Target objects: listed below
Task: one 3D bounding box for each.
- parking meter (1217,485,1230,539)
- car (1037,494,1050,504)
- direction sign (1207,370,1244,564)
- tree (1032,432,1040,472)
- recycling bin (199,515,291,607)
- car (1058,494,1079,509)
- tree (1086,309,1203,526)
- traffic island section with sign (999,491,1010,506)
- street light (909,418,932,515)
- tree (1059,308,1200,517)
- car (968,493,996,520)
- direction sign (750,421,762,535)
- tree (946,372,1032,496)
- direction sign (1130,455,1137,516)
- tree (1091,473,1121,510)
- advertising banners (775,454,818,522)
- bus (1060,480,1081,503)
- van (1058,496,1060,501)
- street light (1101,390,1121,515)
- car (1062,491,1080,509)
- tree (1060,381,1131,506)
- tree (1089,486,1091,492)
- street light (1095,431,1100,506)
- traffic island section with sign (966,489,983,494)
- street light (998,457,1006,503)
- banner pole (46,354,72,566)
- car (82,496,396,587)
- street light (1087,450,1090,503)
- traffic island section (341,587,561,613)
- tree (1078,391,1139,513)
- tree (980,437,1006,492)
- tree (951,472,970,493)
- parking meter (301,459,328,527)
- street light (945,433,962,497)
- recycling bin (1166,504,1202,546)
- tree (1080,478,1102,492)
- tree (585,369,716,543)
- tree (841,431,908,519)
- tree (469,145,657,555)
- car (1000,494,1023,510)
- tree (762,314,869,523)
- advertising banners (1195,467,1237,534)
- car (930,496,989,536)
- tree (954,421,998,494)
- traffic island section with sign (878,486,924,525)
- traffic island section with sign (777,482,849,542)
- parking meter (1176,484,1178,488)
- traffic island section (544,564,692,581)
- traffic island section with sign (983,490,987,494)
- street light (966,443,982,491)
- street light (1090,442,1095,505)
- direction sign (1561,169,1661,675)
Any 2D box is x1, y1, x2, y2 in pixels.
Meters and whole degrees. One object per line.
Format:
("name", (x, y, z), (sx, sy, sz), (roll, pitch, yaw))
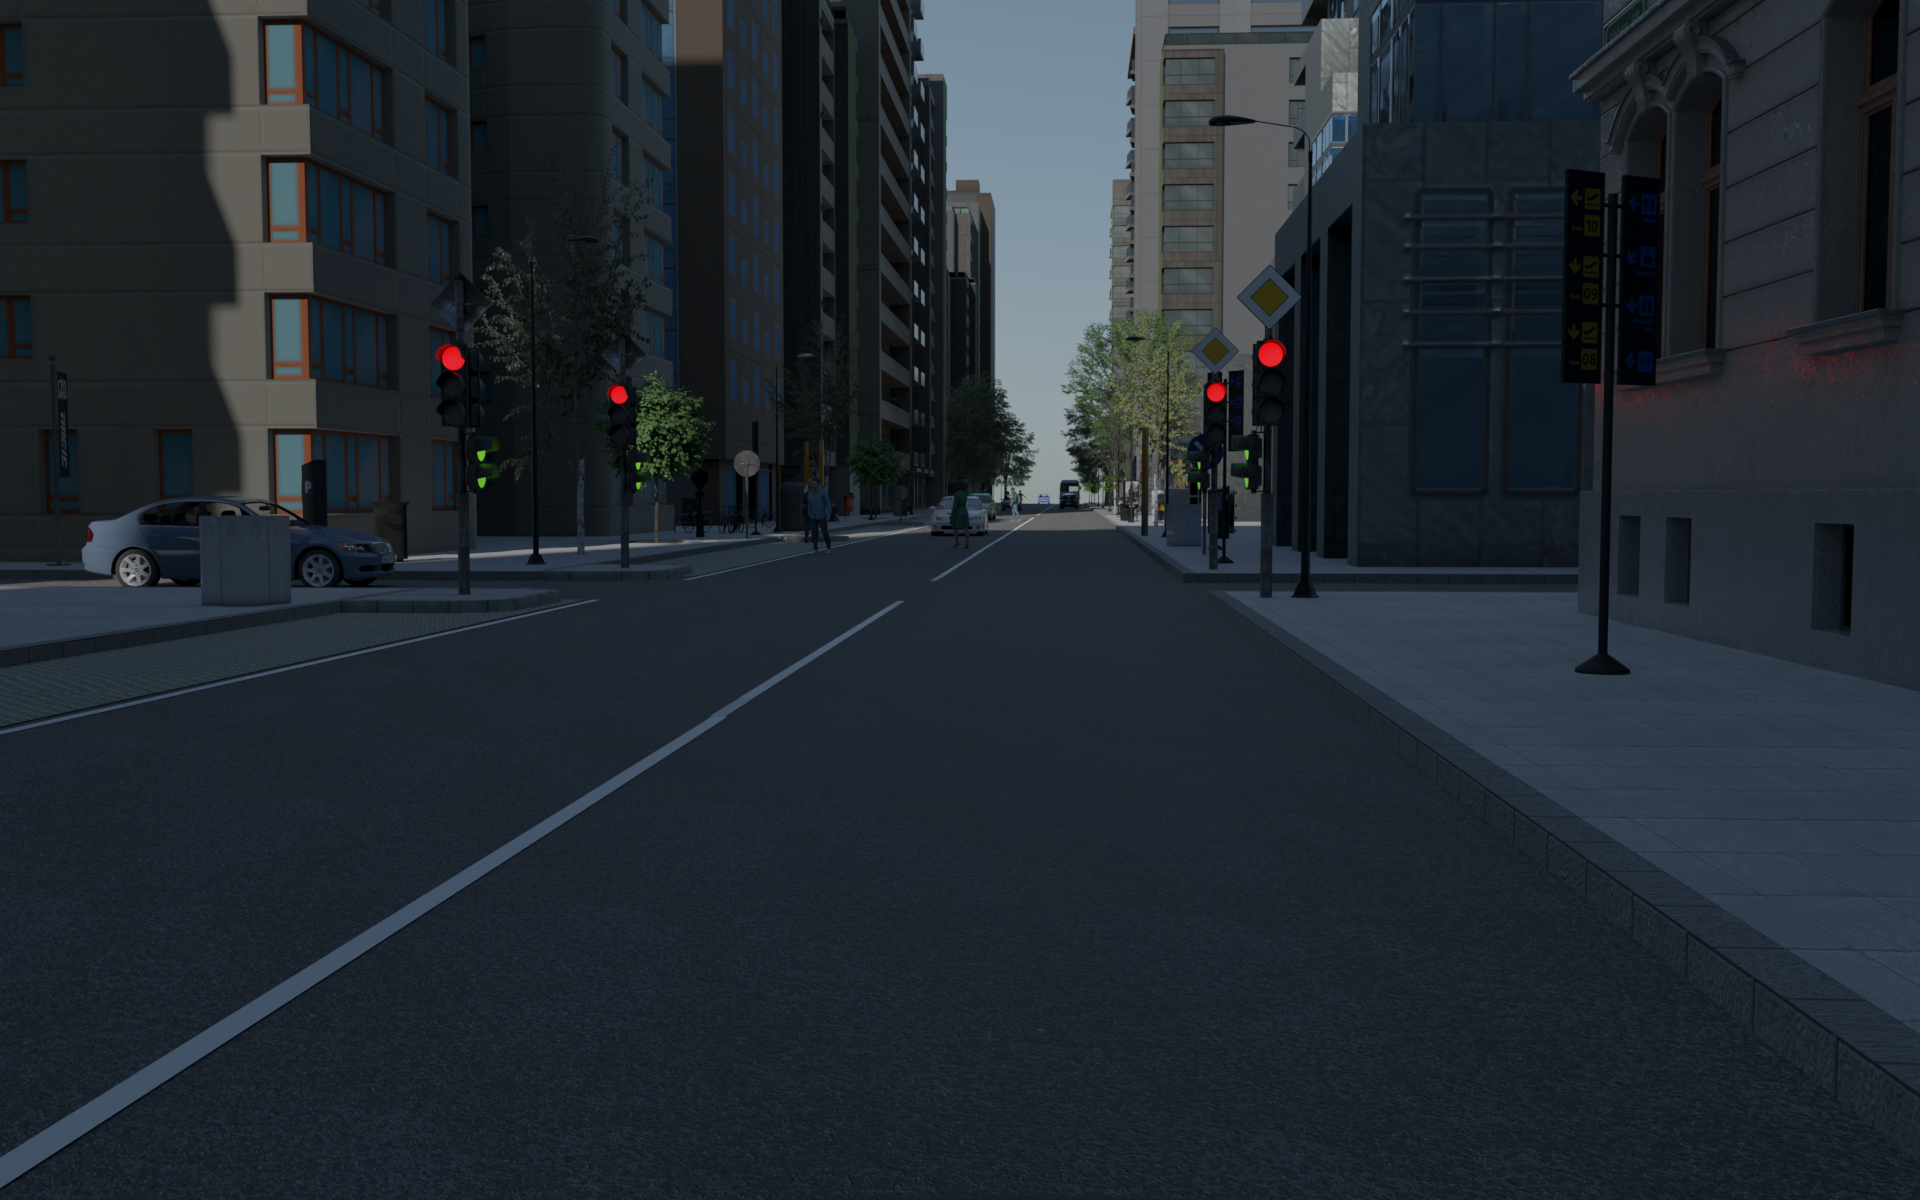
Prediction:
("parking meter", (7.579, -2.539, 49.916), (0.372, 1.533, 0.369), (0, 3, 0))
("car", (12.119, -14.714, 250.169), (1.945, 1.707, 3.694), (0, 4, 5))
("direction sign", (4.892, -2.447, 32.008), (0.379, 3.537, 0.876), (-3, 5, -39))
("tree", (7.088, -21.888, 264.528), (9.857, 13.997, 8.962), (0, 3, 0))
("recycling bin", (-8.306, -0.464, 20.141), (0.722, 1.027, 0.722), (2, 4, 25))
("car", (10.514, -9.674, 167.962), (2.009, 1.686, 4.222), (0, 4, 4))
("tree", (7.776, -7.225, 68.493), (4.737, 8.622, 4.395), (0, 3, 0))
("traffic island section with sign", (5.839, -12.441, 212.030), (1.989, 1.847, 2.006), (0, 4, 4))
("street light", (-2.440, -8.185, 106.366), (1.470, 5.913, 1.316), (0, 4, 4))
("tree", (9.402, -10.376, 95.400), (9.928, 11.665, 9.643), (0, 3, 0))
("car", (1.010, -5.326, 95.871), (1.959, 1.807, 4.718), (0, 4, 5))
("direction sign", (-6.397, -3.803, 54.175), (0.379, 3.537, 0.876), (-1, 4, -17))
("tree", (1.062, -16.721, 180.051), (9.857, 13.997, 8.962), (0, 3, 0))
("direction sign", (10.199, -6.723, 101.916), (0.379, 3.537, 0.876), (-1, 4, -16))
("tree", (12.206, -9.033, 142.283), (1.663, 3.219, 1.824), (0, 3, 0))
("advertising banners", (-7.175, -4.887, 76.082), (2.074, 3.025, 0.090), (1, 4, 20))
("bus", (14.571, -14.334, 229.221), (2.948, 3.499, 13.247), (0, 4, 4))
("van", (14.914, -14.563, 245.109), (2.013, 2.044, 4.112), (0, 4, 2))
("street light", (7.159, -6.431, 77.687), (1.470, 5.913, 1.316), (0, 4, 4))
("car", (11.007, -9.964, 172.501), (1.945, 1.707, 3.694), (0, 4, 4))
("tree", (15.997, -17.305, 189.583), (9.857, 13.997, 8.962), (0, 3, 0))
("tree", (17.183, -13.876, 221.469), (1.663, 3.219, 1.824), (0, 3, 0))
("street light", (9.000, -8.047, 104.104), (1.470, 5.913, 1.316), (0, 4, 4))
("traffic island section with sign", (0.464, -7.326, 128.413), (1.989, 1.847, 2.006), (0, 4, 4))
("street light", (4.707, -14.903, 216.201), (1.470, 5.913, 1.316), (0, 4, 4))
("banner pole", (-16.196, -2.519, 31.195), (0.401, 3.779, 0.863), (0, 4, -6))
("car", (-10.923, -0.882, 26.416), (4.499, 1.417, 2.014), (0, 4, 2))
("street light", (12.165, -11.083, 153.753), (1.470, 5.913, 1.316), (0, 4, 4))
("traffic island section", (-6.353, 0.008, 22.145), (2.009, 0.180, 2.903), (0, 4, 4))
("tree", (10.028, -10.029, 114.331), (4.360, 8.622, 3.978), (0, 3, 0))
("tree", (3.279, -15.592, 205.288), (4.737, 8.622, 4.395), (0, 3, 0))
("tree", (-0.142, -9.726, 153.619), (1.663, 3.219, 1.824), (0, 3, 0))
("parking meter", (-10.961, -1.450, 29.421), (0.399, 1.863, 0.255), (2, 4, 33))
("street light", (-0.567, -9.804, 132.837), (1.470, 5.913, 1.316), (0, 4, 4))
("recycling bin", (5.534, -1.851, 42.812), (0.722, 1.027, 0.722), (0, 4, -8))
("tree", (19.368, -16.645, 255.851), (4.285, 4.588, 4.351), (0, 3, 0))
("tree", (-8.127, -3.794, 45.738), (4.285, 4.588, 4.351), (0, 3, 0))
("tree", (-4.444, -6.504, 90.048), (4.285, 4.588, 4.351), (0, 3, 0))
("tree", (-8.201, -5.283, 36.739), (4.360, 8.622, 3.978), (0, 3, 0))
("car", (4.592, -8.609, 152.754), (2.014, 1.417, 4.499), (0, 4, 4))
("tree", (-5.677, -7.370, 70.861), (4.360, 8.622, 3.978), (0, 3, 0))
("advertising banners", (8.207, -3.653, 55.921), (2.074, 3.025, 0.090), (-3, 4, -38))
("car", (0.006, -2.968, 60.886), (2.083, 1.381, 4.827), (0, 4, 3))
("tree", (1.469, -13.510, 171.242), (4.360, 8.622, 3.978), (0, 3, 0))
("traffic island section with sign", (-2.683, -4.327, 79.367), (1.989, 1.847, 2.006), (0, 4, 4))
("traffic island section with sign", (-4.405, -2.681, 52.467), (1.989, 1.847, 2.006), (0, 4, 4))
("parking meter", (12.839, -5.859, 101.502), (0.255, 1.863, 0.399), (2, 4, 23))
("traffic island section", (-5.841, -0.479, 30.113), (2.009, 0.180, 2.903), (0, 4, 4))
("traffic island section with sign", (2.205, -8.984, 155.510), (1.989, 1.847, 2.006), (0, 4, 4))
("street light", (1.128, -11.409, 159.071), (1.470, 5.913, 1.316), (0, 4, 4))
("street light", (10.522, -9.486, 127.644), (1.470, 5.913, 1.316), (0, 4, 4))
("direction sign", (4.618, -1.244, 12.344), (0.876, 3.537, 0.379), (-2, 4, -25))
